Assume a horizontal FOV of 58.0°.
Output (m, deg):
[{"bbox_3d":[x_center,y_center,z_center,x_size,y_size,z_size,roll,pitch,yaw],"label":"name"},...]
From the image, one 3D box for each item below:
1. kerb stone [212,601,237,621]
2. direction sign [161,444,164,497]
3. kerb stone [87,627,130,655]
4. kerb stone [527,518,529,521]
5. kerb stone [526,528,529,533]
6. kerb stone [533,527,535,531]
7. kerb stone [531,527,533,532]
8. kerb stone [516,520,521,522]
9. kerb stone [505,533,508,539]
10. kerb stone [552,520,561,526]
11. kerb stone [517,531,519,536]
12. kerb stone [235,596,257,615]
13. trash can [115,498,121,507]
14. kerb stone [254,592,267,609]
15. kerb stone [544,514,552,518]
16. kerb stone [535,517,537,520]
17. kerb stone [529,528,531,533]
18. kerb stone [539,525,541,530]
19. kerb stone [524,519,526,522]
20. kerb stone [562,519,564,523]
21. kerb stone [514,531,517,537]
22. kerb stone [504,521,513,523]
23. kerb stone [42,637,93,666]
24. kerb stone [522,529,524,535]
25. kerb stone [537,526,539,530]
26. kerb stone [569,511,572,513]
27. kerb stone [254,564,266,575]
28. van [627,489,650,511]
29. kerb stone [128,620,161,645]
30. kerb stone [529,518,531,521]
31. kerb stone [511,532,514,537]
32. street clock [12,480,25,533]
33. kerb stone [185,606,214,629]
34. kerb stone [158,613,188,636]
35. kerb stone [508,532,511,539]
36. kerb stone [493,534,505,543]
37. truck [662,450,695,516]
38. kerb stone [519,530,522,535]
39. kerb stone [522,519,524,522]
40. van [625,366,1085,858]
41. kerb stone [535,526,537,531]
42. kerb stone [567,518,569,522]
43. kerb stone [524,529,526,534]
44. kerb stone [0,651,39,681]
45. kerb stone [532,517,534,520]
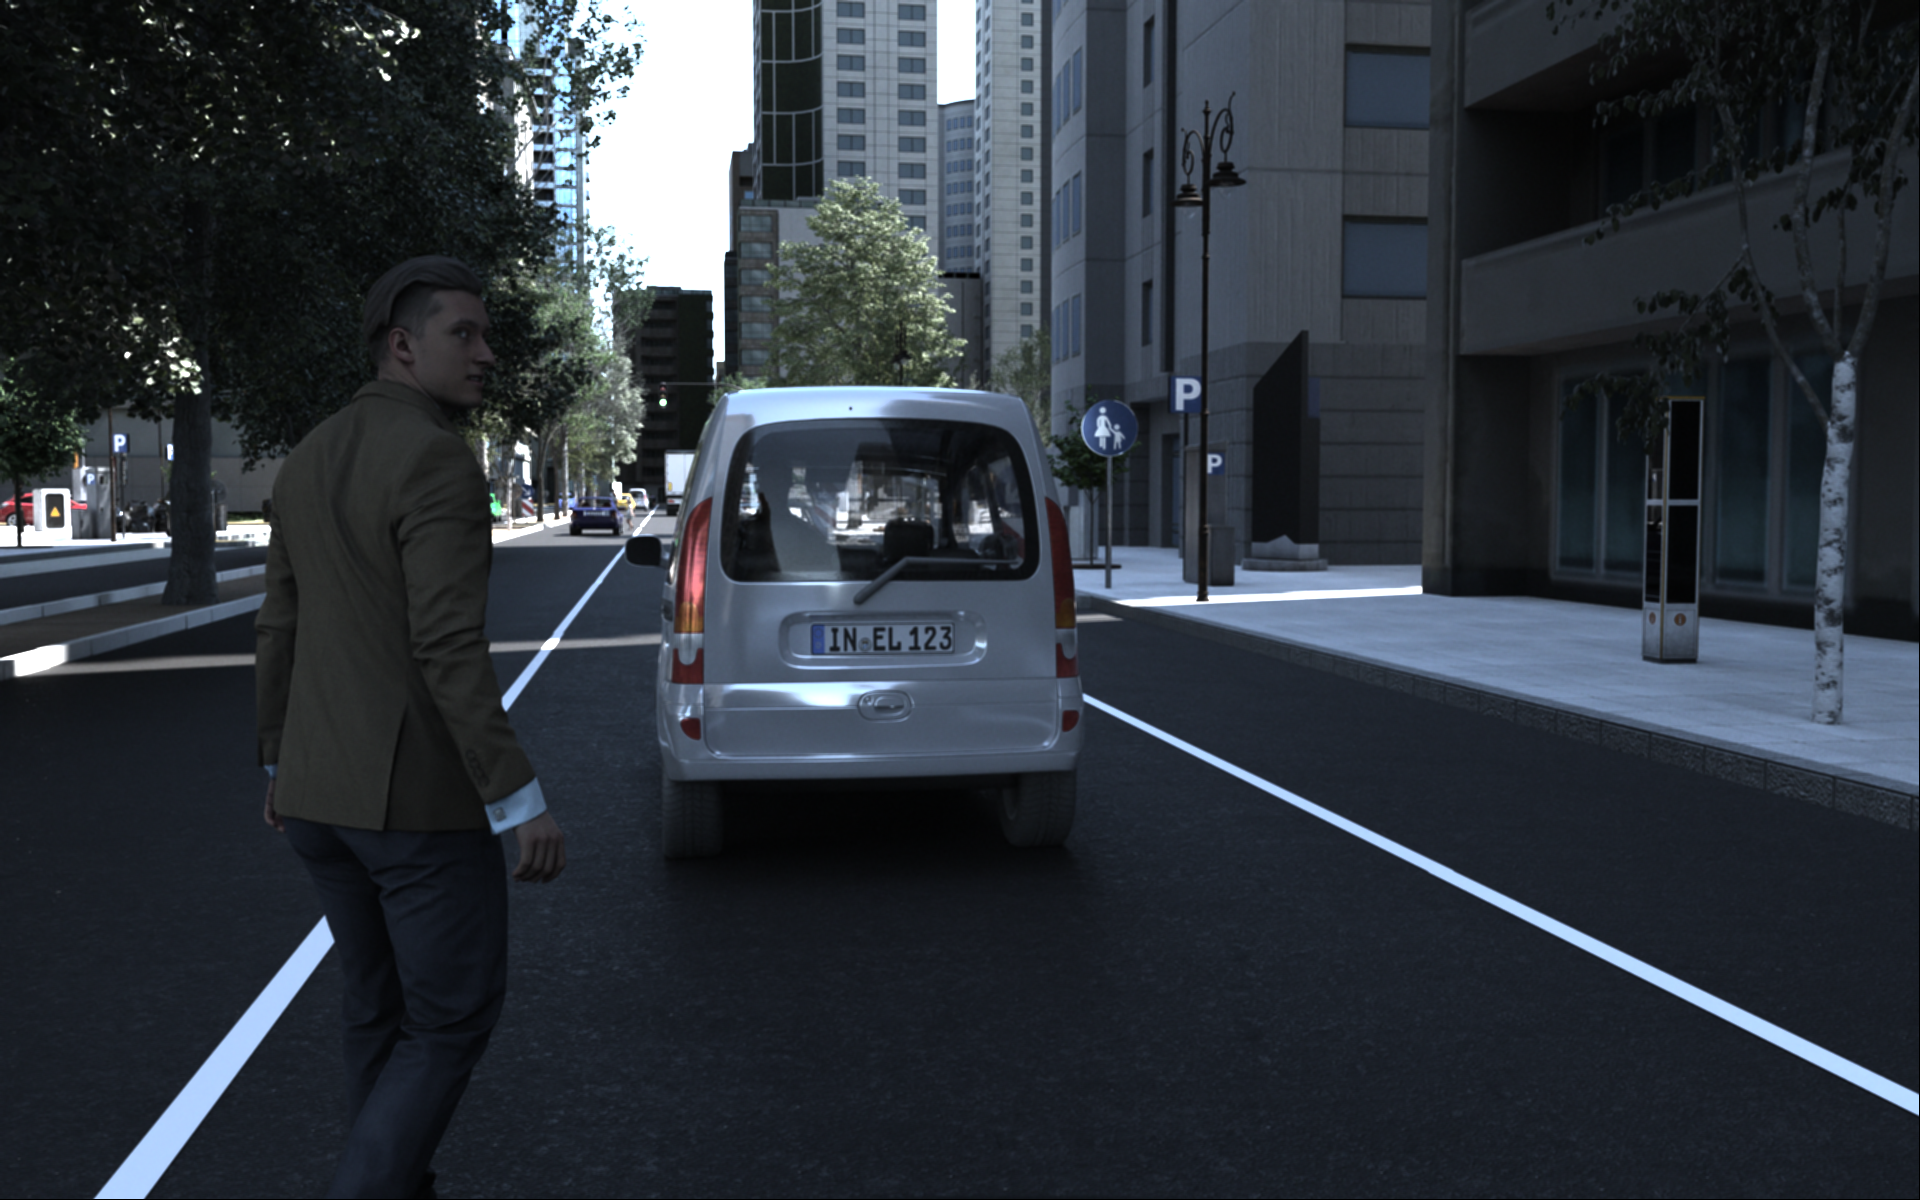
[{"bbox_3d":[-8.519,0.142,19.881,0.120,0.150,1.000,-1,4,-10],"label":"kerb stone"},{"bbox_3d":[-36.094,-5.285,78.403,0.379,3.537,0.876,-1,4,-22],"label":"direction sign"},{"bbox_3d":[-7.840,0.388,15.849,0.120,0.150,1.000,-1,4,-10],"label":"kerb stone"},{"bbox_3d":[-22.330,-4.075,88.823,0.120,0.150,1.000,-1,4,-10],"label":"kerb stone"},{"bbox_3d":[-15.729,-2.458,62.399,0.120,0.150,1.000,-1,4,-10],"label":"kerb stone"},{"bbox_3d":[-16.241,-2.644,65.431,0.120,0.150,1.000,-1,4,-10],"label":"kerb stone"},{"bbox_3d":[-16.069,-2.582,64.415,0.120,0.150,1.000,-1,4,-10],"label":"kerb stone"},{"bbox_3d":[-21.480,-3.765,83.759,0.120,0.150,1.000,-1,4,-10],"label":"kerb stone"},{"bbox_3d":[-14.360,-1.963,54.297,0.120,0.150,1.000,-1,4,-10],"label":"kerb stone"},{"bbox_3d":[-18.886,-3.594,81.084,0.120,0.150,1.000,-1,4,-10],"label":"kerb stone"},{"bbox_3d":[-15.045,-2.211,58.348,0.120,0.150,1.000,-1,4,-10],"label":"kerb stone"},{"bbox_3d":[-8.696,0.082,20.897,0.120,0.150,1.000,-1,4,-10],"label":"kerb stone"},{"bbox_3d":[-29.904,-3.012,60.901,0.748,1.137,0.748,0,3,0],"label":"trash can"},{"bbox_3d":[-8.869,0.018,21.907,0.120,0.150,1.000,-1,4,-10],"label":"kerb stone"},{"bbox_3d":[-25.254,-5.126,106.013,0.120,0.150,1.000,-1,4,-10],"label":"kerb stone"},{"bbox_3d":[-23.189,-4.383,93.875,0.120,0.150,1.000,-1,4,-10],"label":"kerb stone"},{"bbox_3d":[-15.901,-2.521,63.407,0.120,0.150,1.000,-1,4,-10],"label":"kerb stone"},{"bbox_3d":[-16.758,-2.827,68.453,0.120,0.150,1.000,-1,4,-10],"label":"kerb stone"},{"bbox_3d":[-21.989,-3.951,86.793,0.120,0.150,1.000,-1,4,-10],"label":"kerb stone"},{"bbox_3d":[-19.236,-3.725,83.098,0.120,0.150,1.000,-1,4,-10],"label":"kerb stone"},{"bbox_3d":[-14.873,-2.150,57.340,0.120,0.150,1.000,-1,4,-10],"label":"kerb stone"},{"bbox_3d":[-20.788,-3.518,79.713,0.120,0.150,1.000,-1,4,-10],"label":"kerb stone"},{"bbox_3d":[-7.671,0.451,14.826,0.120,0.150,1.000,-1,4,-10],"label":"kerb stone"},{"bbox_3d":[-15.391,-2.335,60.369,0.120,0.150,1.000,-1,4,-10],"label":"kerb stone"},{"bbox_3d":[-16.582,-2.761,67.447,0.120,0.150,1.000,-1,4,-10],"label":"kerb stone"},{"bbox_3d":[-30.047,-6.858,134.318,0.120,0.150,1.000,-1,4,-10],"label":"kerb stone"},{"bbox_3d":[-12.491,-0.519,30.689,0.120,0.150,1.000,-1,4,-10],"label":"kerb stone"},{"bbox_3d":[-27.088,-8.479,145.650,2.013,2.044,4.112,0,4,-8],"label":"van"},{"bbox_3d":[-8.013,0.326,16.857,0.120,0.150,1.000,-1,4,-10],"label":"kerb stone"},{"bbox_3d":[-22.504,-4.137,89.835,0.120,0.150,1.000,-1,4,-10],"label":"kerb stone"},{"bbox_3d":[-14.699,-2.082,56.320,0.120,0.150,1.000,-1,4,-10],"label":"kerb stone"},{"bbox_3d":[-31.008,-3.214,57.116,0.471,2.002,0.358,3,4,38],"label":"street clock"},{"bbox_3d":[-8.349,0.203,18.874,0.120,0.150,1.000,-1,4,-10],"label":"kerb stone"},{"bbox_3d":[-8.187,0.270,17.865,0.120,0.150,1.000,-1,4,-10],"label":"kerb stone"},{"bbox_3d":[-14.527,-2.025,55.311,0.120,0.150,1.000,-1,4,-10],"label":"kerb stone"},{"bbox_3d":[-14.181,-1.898,53.289,0.120,0.150,1.000,-1,4,-10],"label":"kerb stone"},{"bbox_3d":[-18.635,-7.825,116.851,2.839,4.237,11.283,-1,4,-10],"label":"truck"},{"bbox_3d":[-15.202,-2.273,59.357,0.120,0.150,1.000,-1,4,-10],"label":"kerb stone"},{"bbox_3d":[-21.821,-3.889,85.784,0.120,0.150,1.000,-1,4,-10],"label":"kerb stone"},{"bbox_3d":[-0.596,-0.078,8.280,2.013,2.044,4.112,-1,4,-9],"label":"van"},{"bbox_3d":[-16.416,-2.703,66.438,0.120,0.150,1.000,-1,4,-10],"label":"kerb stone"},{"bbox_3d":[-19.916,-3.973,87.146,0.120,0.150,1.000,-1,4,-10],"label":"kerb stone"},{"bbox_3d":[-15.563,-2.392,61.388,0.120,0.150,1.000,-1,4,-10],"label":"kerb stone"},{"bbox_3d":[-7.498,0.521,13.817,0.120,0.150,1.000,-1,4,-10],"label":"kerb stone"},{"bbox_3d":[-22.847,-4.259,91.854,0.120,0.150,1.000,-1,4,-10],"label":"kerb stone"}]
